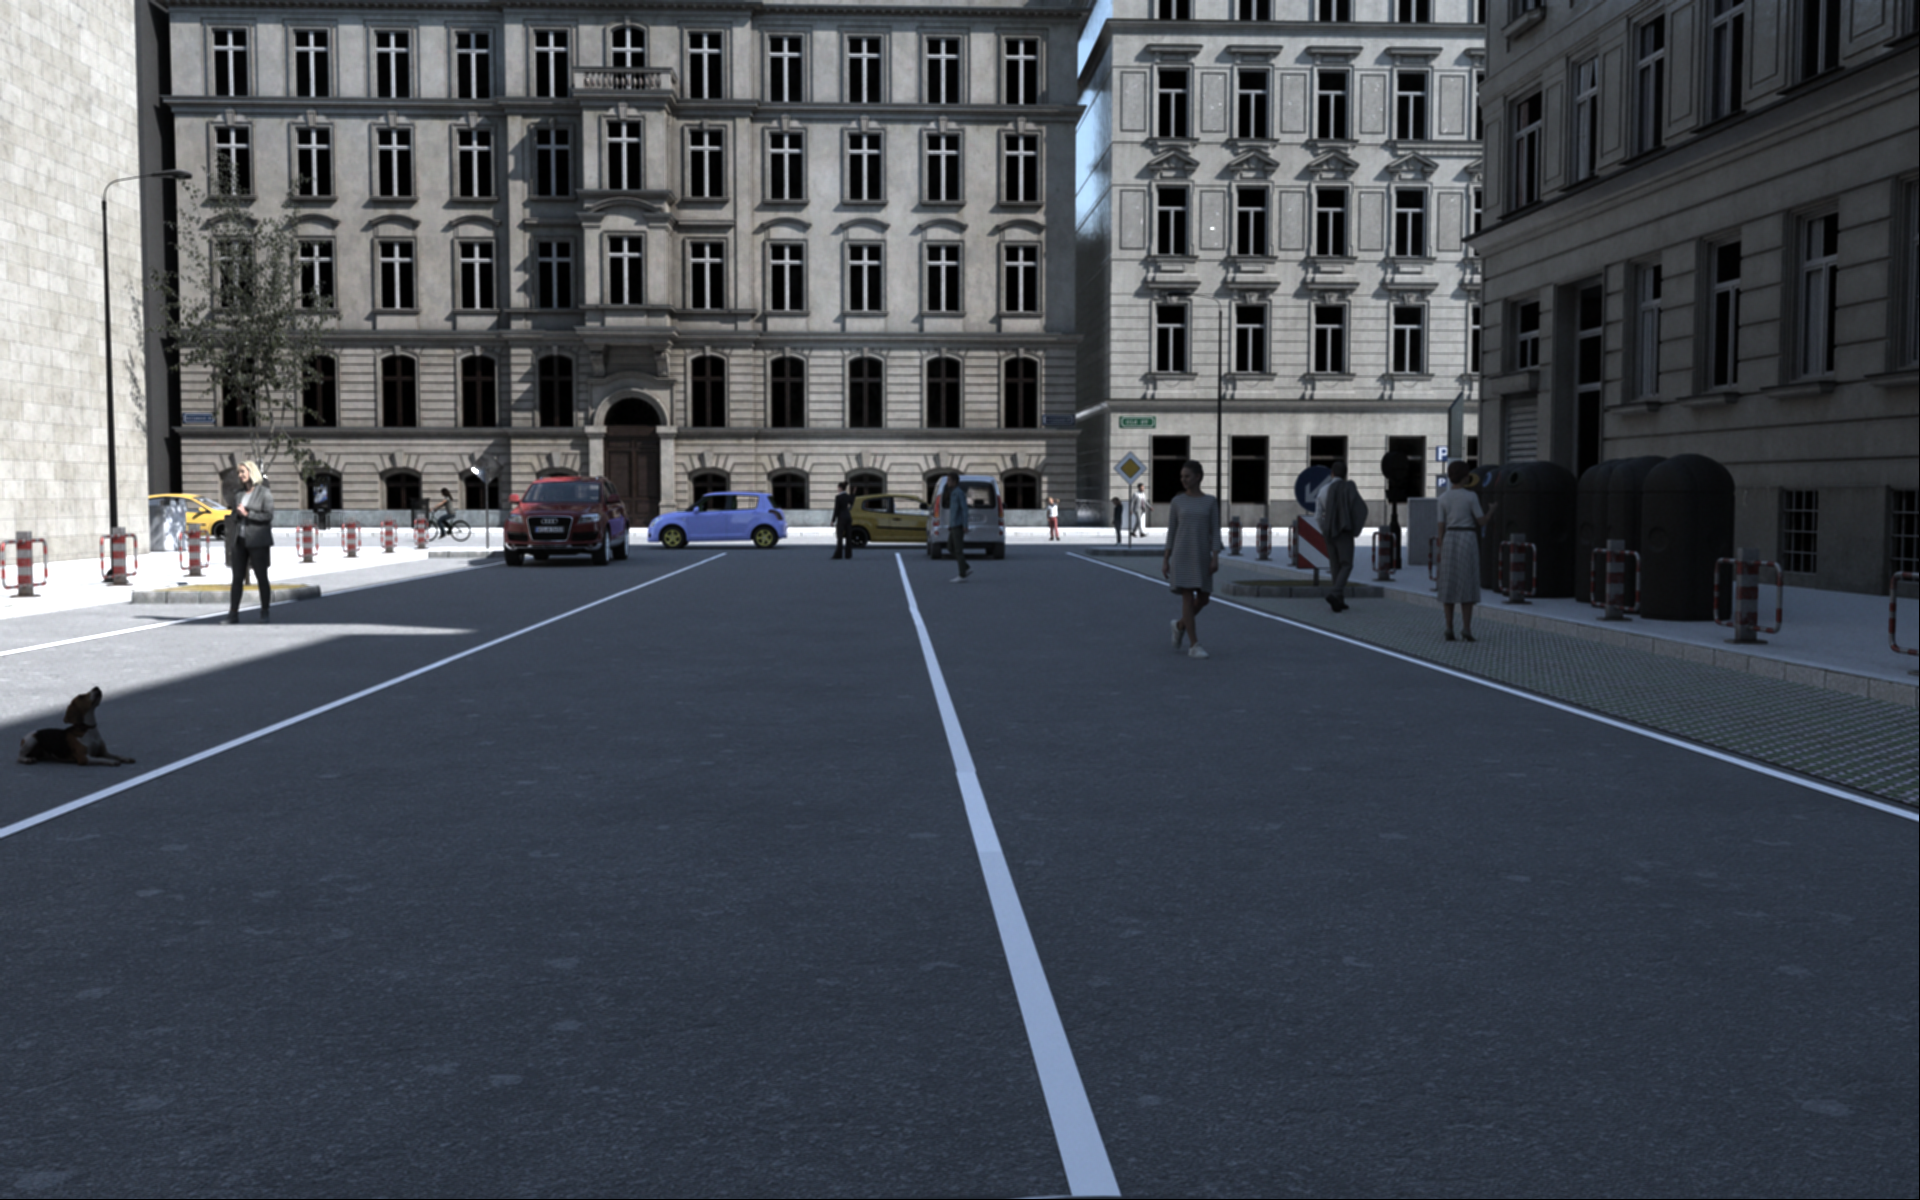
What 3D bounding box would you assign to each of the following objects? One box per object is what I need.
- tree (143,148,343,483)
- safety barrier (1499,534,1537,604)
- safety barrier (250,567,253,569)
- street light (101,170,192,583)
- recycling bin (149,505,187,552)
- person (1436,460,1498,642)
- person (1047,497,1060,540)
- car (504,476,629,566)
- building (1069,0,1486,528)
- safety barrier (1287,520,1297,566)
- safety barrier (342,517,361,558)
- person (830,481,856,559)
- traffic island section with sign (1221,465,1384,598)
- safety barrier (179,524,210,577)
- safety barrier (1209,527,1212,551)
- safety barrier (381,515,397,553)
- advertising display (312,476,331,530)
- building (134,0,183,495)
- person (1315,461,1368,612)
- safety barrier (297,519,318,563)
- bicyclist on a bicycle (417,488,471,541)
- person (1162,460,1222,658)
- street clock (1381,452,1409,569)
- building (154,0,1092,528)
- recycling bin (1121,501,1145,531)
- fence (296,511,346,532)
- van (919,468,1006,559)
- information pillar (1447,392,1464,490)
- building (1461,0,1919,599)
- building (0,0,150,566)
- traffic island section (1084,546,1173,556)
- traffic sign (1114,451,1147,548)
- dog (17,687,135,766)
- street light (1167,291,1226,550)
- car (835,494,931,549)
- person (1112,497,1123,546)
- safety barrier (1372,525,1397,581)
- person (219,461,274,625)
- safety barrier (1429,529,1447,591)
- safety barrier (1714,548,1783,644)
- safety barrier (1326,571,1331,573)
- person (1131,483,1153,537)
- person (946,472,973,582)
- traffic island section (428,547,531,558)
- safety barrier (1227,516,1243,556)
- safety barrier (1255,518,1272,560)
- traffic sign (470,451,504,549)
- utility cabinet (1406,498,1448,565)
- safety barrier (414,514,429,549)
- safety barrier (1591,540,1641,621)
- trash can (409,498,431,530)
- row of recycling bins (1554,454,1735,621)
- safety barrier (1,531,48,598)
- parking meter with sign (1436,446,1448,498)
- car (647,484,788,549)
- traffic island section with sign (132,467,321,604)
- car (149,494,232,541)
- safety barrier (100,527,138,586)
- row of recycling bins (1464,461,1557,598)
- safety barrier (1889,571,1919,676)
[{"bbox_3d":[-15.086,-5.304,37.076,4.360,8.622,3.978,0,3,0],"label":"tree"},{"bbox_3d":[6.507,-0.363,20.214,0.300,0.817,1.120,0,4,-3],"label":"safety barrier"},{"bbox_3d":[-11.998,-0.933,29.534,0.300,0.817,1.120,0,4,-3],"label":"safety barrier"},{"bbox_3d":[-11.698,-3.205,24.937,1.470,5.913,1.316,0,4,-3],"label":"street light"},{"bbox_3d":[-17.772,-1.593,38.600,0.722,1.027,0.722,1,4,14],"label":"recycling bin"},{"bbox_3d":[4.904,-0.473,16.803,0.480,1.755,0.524,3,5,40],"label":"person"},{"bbox_3d":[2.898,-2.525,53.688,0.435,1.345,0.340,1,4,9],"label":"person"},{"bbox_3d":[-8.194,-1.694,36.374,2.281,1.827,5.304,0,4,-4],"label":"car"},{"bbox_3d":[26.691,-18.164,73.389,44.131,29.872,17.030,0,4,-3],"label":"building"},{"bbox_3d":[6.008,-1.016,30.891,0.300,0.817,1.120,0,4,-3],"label":"safety barrier"},{"bbox_3d":[-12.248,-1.259,34.859,0.300,0.817,1.120,0,4,-3],"label":"safety barrier"},{"bbox_3d":[-2.570,-1.780,38.403,0.445,1.727,0.742,1,4,16],"label":"person"},{"bbox_3d":[4.803,-0.982,24.679,1.989,1.847,2.006,0,4,-3],"label":"traffic island section with sign"},{"bbox_3d":[-11.875,-0.771,26.873,0.300,0.817,1.120,0,4,-3],"label":"safety barrier"},{"bbox_3d":[5.638,-1.505,38.875,0.300,0.817,1.120,0,4,-3],"label":"safety barrier"},{"bbox_3d":[-12.372,-1.422,37.528,0.300,0.817,1.120,0,4,-3],"label":"safety barrier"},{"bbox_3d":[-22.726,-3.453,61.678,0.974,1.923,0.123,3,4,39],"label":"advertising display"},{"bbox_3d":[-41.943,-16.801,68.210,24.014,27.812,14.314,0,4,-3],"label":"building"},{"bbox_3d":[4.643,-0.764,21.088,0.679,1.850,0.850,2,4,33],"label":"person"},{"bbox_3d":[-12.126,-1.096,32.194,0.300,0.817,1.120,0,4,-3],"label":"safety barrier"},{"bbox_3d":[-15.665,-2.600,52.537,1.625,1.676,1.499,0,4,-2],"label":"bicyclist on a bicycle"},{"bbox_3d":[2.031,-0.375,15.389,0.466,1.731,0.760,-1,4,-22],"label":"person"},{"bbox_3d":[7.422,-1.530,29.584,0.471,2.002,0.358,-3,4,-37],"label":"street clock"},{"bbox_3d":[-12.631,-15.370,70.385,34.723,24.649,14.460,0,4,-3],"label":"building"},{"bbox_3d":[6.095,-2.983,61.332,0.722,1.027,0.722,2,4,27],"label":"recycling bin"},{"bbox_3d":[-21.944,-2.698,59.479,0.278,0.683,2.069,1,4,23],"label":"fence"},{"bbox_3d":[0.098,-1.985,39.465,2.013,2.044,4.112,0,4,-3],"label":"van"},{"bbox_3d":[11.337,-2.954,39.651,0.504,3.616,0.183,-3,5,-39],"label":"information pillar"},{"bbox_3d":[18.821,-11.555,22.207,16.112,22.955,30.059,0,4,-3],"label":"building"},{"bbox_3d":[-25.393,-10.760,30.675,16.860,20.320,10.420,0,4,-3],"label":"building"},{"bbox_3d":[4.032,-1.141,40.933,2.009,0.180,2.903,0,4,-3],"label":"traffic island section"},{"bbox_3d":[4.009,-2.276,40.854,0.795,2.450,0.064,0,4,-3],"label":"traffic sign"},{"bbox_3d":[-4.775,0.664,9.334,0.550,0.427,0.748,-2,4,-30],"label":"dog"},{"bbox_3d":[5.424,-4.113,39.790,1.470,5.913,1.316,0,4,-3],"label":"street light"},{"bbox_3d":[-1.343,-2.202,46.224,3.980,1.641,2.015,0,4,-2],"label":"car"},{"bbox_3d":[4.364,-2.178,48.019,0.340,1.345,0.435,-2,4,-35],"label":"person"},{"bbox_3d":[6.258,-0.690,25.552,0.300,0.817,1.120,0,4,-3],"label":"safety barrier"},{"bbox_3d":[-7.841,-0.639,19.124,0.537,1.800,0.526,1,4,23],"label":"person"},{"bbox_3d":[6.386,-0.526,22.882,0.300,0.817,1.120,0,4,-3],"label":"safety barrier"},{"bbox_3d":[6.758,-0.036,14.871,0.300,0.817,1.120,0,4,-3],"label":"safety barrier"},{"bbox_3d":[6.134,-0.852,28.213,0.300,0.817,1.120,0,4,-3],"label":"safety barrier"},{"bbox_3d":[5.975,-2.994,57.726,0.678,1.792,0.850,-3,5,-41],"label":"person"},{"bbox_3d":[-0.002,-1.180,28.141,0.444,1.785,0.601,0,4,-1],"label":"person"},{"bbox_3d":[-10.993,-1.098,40.235,2.009,0.180,2.903,0,4,-3],"label":"traffic island section"},{"bbox_3d":[5.760,-1.342,36.215,0.300,0.817,1.120,0,4,-3],"label":"safety barrier"},{"bbox_3d":[5.885,-1.179,33.551,0.300,0.817,1.120,0,4,-3],"label":"safety barrier"},{"bbox_3d":[-10.970,-2.234,40.175,0.795,2.450,0.064,0,4,-3],"label":"traffic sign"},{"bbox_3d":[8.597,-1.227,31.217,1.020,1.237,0.306,0,4,6],"label":"utility cabinet"},{"bbox_3d":[-12.500,-1.585,40.188,0.300,0.817,1.120,0,4,-3],"label":"safety barrier"},{"bbox_3d":[6.635,-0.200,17.543,0.300,0.817,1.120,0,4,-3],"label":"safety barrier"},{"bbox_3d":[-19.283,-3.072,61.874,0.748,1.137,0.748,0,3,0],"label":"trash can"},{"bbox_3d":[7.570,-0.734,19.120,1.069,1.692,3.534,0,4,6],"label":"row of recycling bins"},{"bbox_3d":[-11.625,-0.444,21.532,0.300,0.817,1.120,0,4,-3],"label":"safety barrier"},{"bbox_3d":[17.313,-4.036,62.248,0.543,3.016,1.738,1,4,19],"label":"parking meter with sign"},{"bbox_3d":[-6.420,-2.219,45.866,3.694,1.707,1.945,0,4,-3],"label":"car"},{"bbox_3d":[-9.889,-0.916,23.612,1.989,1.847,2.006,0,4,-3],"label":"traffic island section with sign"},{"bbox_3d":[-23.856,-2.667,53.833,3.980,1.641,2.015,0,4,-4],"label":"car"},{"bbox_3d":[-11.749,-0.607,24.204,0.300,0.817,1.120,0,4,-3],"label":"safety barrier"},{"bbox_3d":[7.386,-0.971,22.990,1.069,1.692,3.534,0,4,4],"label":"row of recycling bins"},{"bbox_3d":[6.891,0.126,12.211,0.300,0.817,1.120,0,4,-3],"label":"safety barrier"}]
